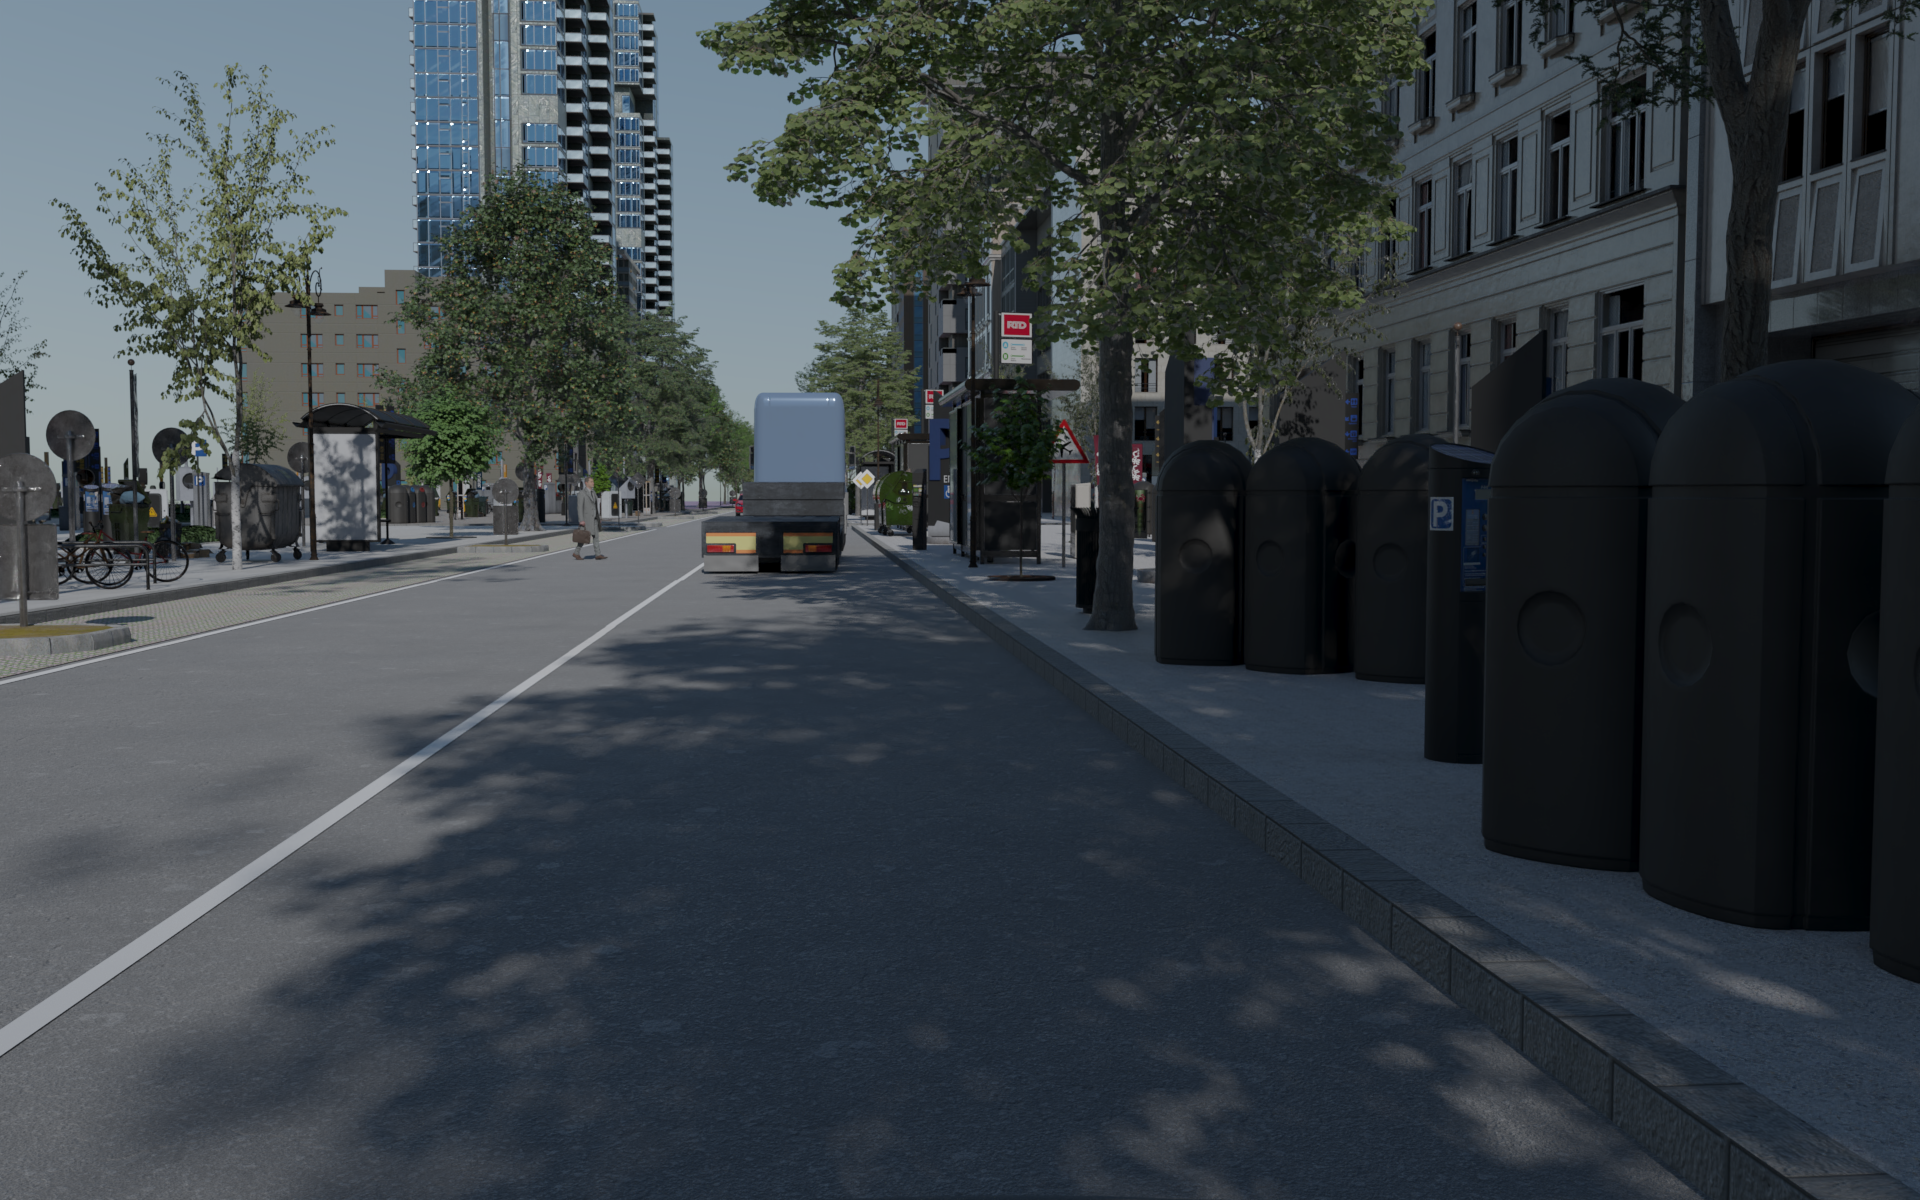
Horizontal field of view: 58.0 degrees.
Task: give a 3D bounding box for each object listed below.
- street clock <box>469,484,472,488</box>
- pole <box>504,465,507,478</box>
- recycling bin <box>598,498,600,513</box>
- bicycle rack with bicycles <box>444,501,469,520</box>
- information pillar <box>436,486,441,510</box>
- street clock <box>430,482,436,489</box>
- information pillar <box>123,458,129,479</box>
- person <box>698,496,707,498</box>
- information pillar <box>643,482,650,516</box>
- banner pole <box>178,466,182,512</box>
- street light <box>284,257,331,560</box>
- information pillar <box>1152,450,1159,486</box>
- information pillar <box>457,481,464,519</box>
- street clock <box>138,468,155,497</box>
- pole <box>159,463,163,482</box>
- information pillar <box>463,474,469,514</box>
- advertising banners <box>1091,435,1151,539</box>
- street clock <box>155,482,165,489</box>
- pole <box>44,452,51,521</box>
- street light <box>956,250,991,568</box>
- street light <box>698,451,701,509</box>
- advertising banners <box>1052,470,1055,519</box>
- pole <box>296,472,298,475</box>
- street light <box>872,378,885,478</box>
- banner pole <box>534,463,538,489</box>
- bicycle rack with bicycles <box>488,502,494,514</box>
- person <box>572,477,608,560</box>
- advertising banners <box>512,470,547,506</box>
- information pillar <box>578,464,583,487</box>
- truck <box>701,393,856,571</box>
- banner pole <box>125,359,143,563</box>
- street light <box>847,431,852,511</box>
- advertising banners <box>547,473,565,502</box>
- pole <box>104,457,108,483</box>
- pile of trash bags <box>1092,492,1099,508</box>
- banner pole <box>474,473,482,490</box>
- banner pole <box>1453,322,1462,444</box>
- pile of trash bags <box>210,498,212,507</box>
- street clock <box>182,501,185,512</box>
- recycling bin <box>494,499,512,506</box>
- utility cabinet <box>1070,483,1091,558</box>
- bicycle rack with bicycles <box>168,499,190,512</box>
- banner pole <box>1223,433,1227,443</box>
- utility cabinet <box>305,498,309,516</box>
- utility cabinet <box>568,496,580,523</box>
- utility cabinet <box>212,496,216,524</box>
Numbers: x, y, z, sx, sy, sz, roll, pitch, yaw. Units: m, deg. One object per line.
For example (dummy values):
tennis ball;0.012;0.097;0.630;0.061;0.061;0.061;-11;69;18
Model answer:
street clock;-35.173;-7.305;124.010;0.358;2.002;0.471;1;4;22
pole;-31.361;-7.689;119.552;0.158;3.312;0.155;0;3;0
recycling bin;-22.100;-5.758;106.690;0.722;1.027;0.722;3;5;40
bicycle rack with bicycles;-25.665;-4.444;86.046;2.852;0.926;2.925;0;4;-6
information pillar;-42.085;-9.075;139.725;0.183;3.616;0.504;-3;5;-44
street clock;-32.633;-6.270;107.084;0.471;2.002;0.358;0;4;-2
information pillar;-53.763;-7.363;111.735;0.183;3.616;0.504;0;4;4
person;-34.062;-13.451;229.152;1.217;1.736;0.721;-1;4;-9
information pillar;-18.572;-6.007;102.705;0.304;2.012;0.304;3;5;43
banner pole;-40.505;-6.109;89.900;0.401;3.779;0.863;-2;4;-35
street light;-12.552;-3.712;33.480;0.468;5.910;1.993;0;4;-5
information pillar;9.158;-5.459;80.606;0.504;3.616;0.183;3;5;41
information pillar;-25.467;-5.125;88.290;0.304;2.012;0.304;-1;4;-19
street clock;-22.667;-2.661;48.085;0.358;2.002;0.471;-1;4;-22
pole;-47.250;-6.647;102.519;0.158;3.312;0.155;0;3;0
information pillar;-27.767;-6.468;97.100;0.504;3.616;0.183;-2;4;-33
advertising banners;4.685;-3.313;50.354;2.074;3.025;0.090;3;5;43
street clock;-46.335;-5.875;100.623;0.358;2.002;0.471;-1;4;-10
pole;-44.084;-5.494;83.663;0.158;3.312;0.155;0;3;0
street light;0.229;-3.506;30.114;0.468;5.910;1.993;0;4;-5
street light;-23.022;-11.026;153.067;0.468;5.910;1.993;0;4;-5
advertising banners;4.804;-5.675;88.968;0.090;3.025;2.074;0;3;0
pole;-50.341;-8.427;131.630;0.158;3.312;0.155;0;3;0
street light;-3.266;-5.895;69.177;0.468;5.910;1.993;0;4;-5
banner pole;-19.738;-5.518;80.236;0.863;3.779;0.401;2;4;33
bicycle rack with bicycles;-30.943;-6.086;112.889;2.852;0.926;2.925;2;4;33
person;-8.045;-1.775;37.620;0.767;1.812;0.694;2;4;24
advertising banners;-26.291;-6.662;105.113;2.074;3.025;0.090;0;4;0
information pillar;-29.194;-8.685;133.346;0.504;3.616;0.183;2;4;30
truck;-3.932;-3.083;40.173;2.967;4.110;18.799;0;4;-3
banner pole;-15.212;-2.566;31.967;0.401;3.779;0.863;-2;4;-33
street light;-7.162;-8.554;112.641;0.468;5.910;1.993;0;4;-5
advertising banners;-33.284;-8.995;143.258;2.074;3.025;0.090;1;4;15
pole;-47.552;-6.280;96.522;0.158;3.312;0.155;0;3;0
pile of trash bags;8.192;-4.776;87.836;3.447;1.369;1.912;2;4;35
banner pole;-35.644;-8.431;127.860;0.863;3.779;0.401;-3;4;-37
banner pole;7.174;-2.146;25.105;0.401;3.779;0.863;1;4;18
pile of trash bags;-37.941;-4.882;89.565;1.912;1.369;3.447;1;4;22
street clock;-43.282;-5.616;96.392;0.358;2.002;0.471;-1;4;-16
recycling bin;-23.473;-4.672;88.944;0.722;1.027;0.722;-3;5;-39
utility cabinet;2.394;-1.590;34.676;0.318;1.500;1.173;0;4;-1
bicycle rack with bicycles;-38.739;-4.217;82.336;2.852;0.926;2.925;1;4;19
banner pole;10.761;-4.921;70.473;0.401;3.779;0.863;1;4;10
utility cabinet;-37.116;-5.445;97.706;0.318;1.500;1.173;0;4;8
utility cabinet;-16.718;-3.984;76.301;1.020;1.237;0.306;0;4;-6
utility cabinet;-31.952;-3.926;75.347;1.020;1.237;0.306;-2;4;-29
